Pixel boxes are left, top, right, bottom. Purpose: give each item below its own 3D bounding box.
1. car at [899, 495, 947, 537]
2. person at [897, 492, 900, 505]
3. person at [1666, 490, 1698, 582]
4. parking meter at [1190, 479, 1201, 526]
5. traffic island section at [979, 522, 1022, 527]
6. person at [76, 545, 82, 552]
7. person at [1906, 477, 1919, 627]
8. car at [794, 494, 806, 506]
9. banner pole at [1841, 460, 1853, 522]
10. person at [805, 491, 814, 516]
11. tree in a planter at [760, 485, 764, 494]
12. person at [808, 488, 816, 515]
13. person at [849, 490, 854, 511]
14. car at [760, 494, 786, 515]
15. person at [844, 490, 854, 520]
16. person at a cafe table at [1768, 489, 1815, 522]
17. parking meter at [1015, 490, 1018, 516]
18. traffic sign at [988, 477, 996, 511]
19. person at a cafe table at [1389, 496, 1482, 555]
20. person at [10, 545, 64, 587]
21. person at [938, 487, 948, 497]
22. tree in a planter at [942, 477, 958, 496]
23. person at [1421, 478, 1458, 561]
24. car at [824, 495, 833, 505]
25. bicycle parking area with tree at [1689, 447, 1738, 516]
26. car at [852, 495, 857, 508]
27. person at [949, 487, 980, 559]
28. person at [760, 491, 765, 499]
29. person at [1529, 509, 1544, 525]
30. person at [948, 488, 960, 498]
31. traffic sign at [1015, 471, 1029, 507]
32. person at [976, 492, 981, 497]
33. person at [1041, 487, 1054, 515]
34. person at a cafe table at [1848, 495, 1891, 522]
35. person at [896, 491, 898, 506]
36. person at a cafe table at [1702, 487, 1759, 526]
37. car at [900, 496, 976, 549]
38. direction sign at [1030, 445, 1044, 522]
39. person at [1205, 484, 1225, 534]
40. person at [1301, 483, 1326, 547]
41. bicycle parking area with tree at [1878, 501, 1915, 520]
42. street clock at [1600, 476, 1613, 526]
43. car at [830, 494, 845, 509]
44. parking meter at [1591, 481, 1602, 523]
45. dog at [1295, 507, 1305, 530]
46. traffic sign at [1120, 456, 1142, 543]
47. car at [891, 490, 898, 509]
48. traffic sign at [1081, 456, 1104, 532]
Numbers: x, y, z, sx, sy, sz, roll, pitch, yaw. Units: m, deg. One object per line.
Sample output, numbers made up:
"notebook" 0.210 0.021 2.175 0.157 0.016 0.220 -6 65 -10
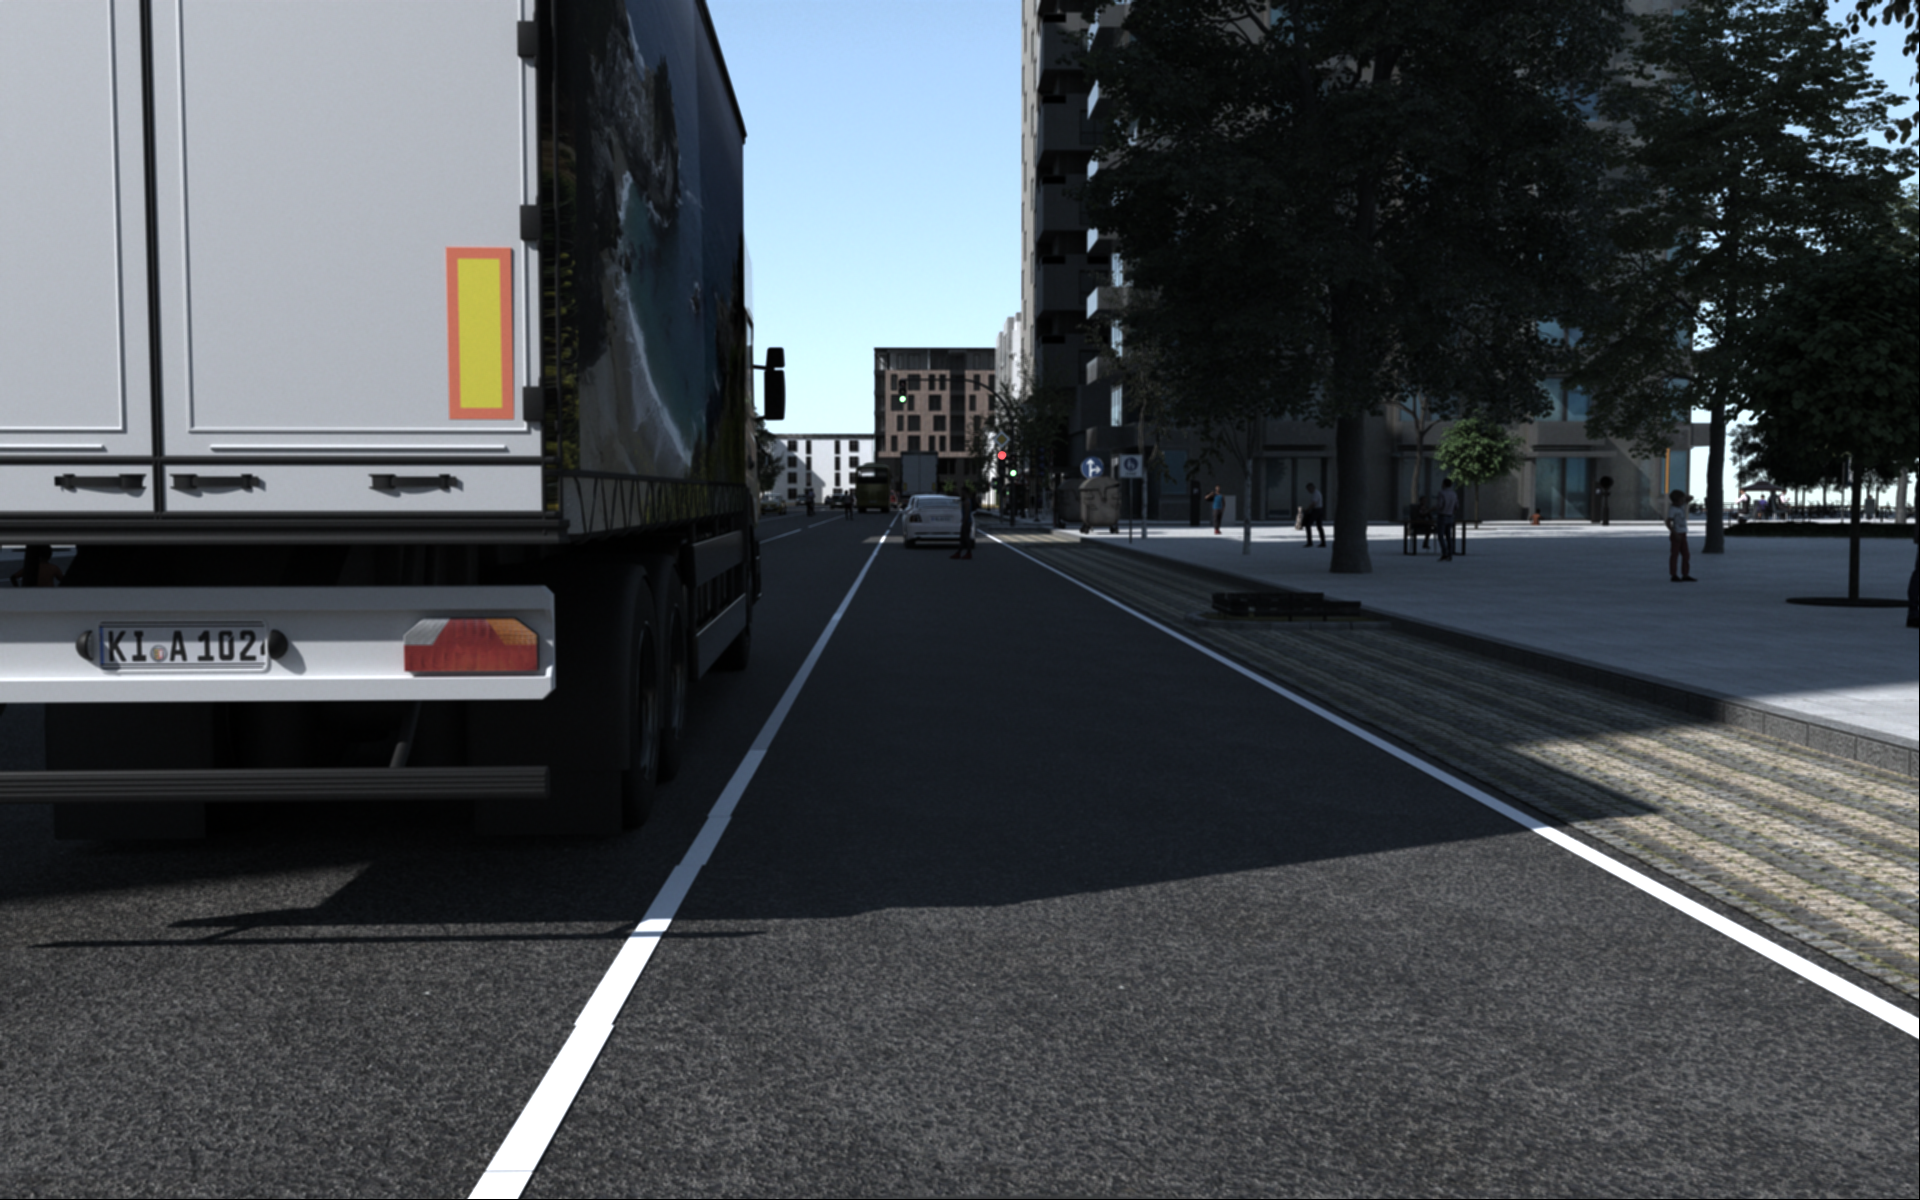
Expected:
"car" -1.036 -2.830 58.267 2.014 1.417 4.499 0 4 -1
"person" -8.141 -13.426 228.457 0.683 1.767 0.568 1 4 22
"person" 10.578 -0.943 25.368 0.340 1.345 0.435 3 5 44
"parking meter" 9.343 -3.852 68.690 0.399 1.863 0.255 0 4 0
"traffic island section" 1.863 -3.320 76.568 2.009 0.180 2.903 0 4 -2
"person" -19.205 -1.809 37.830 0.614 1.554 0.590 -2 4 -23
"person" 9.398 -0.598 16.641 0.431 1.722 0.655 3 5 44
"car" -18.801 -12.088 207.427 2.009 1.686 4.222 0 4 -3
"banner pole" 35.636 -4.862 69.516 0.401 3.779 0.863 -1 4 -15
"person" -9.669 -6.219 111.632 0.566 1.644 0.517 1 4 15
"tree in a planter" -21.088 -11.036 177.667 1.991 3.239 1.994 0 4 -2
"person" -10.290 -6.860 120.522 0.709 1.838 0.599 1 4 18
"person" -9.173 -8.387 146.184 0.434 1.755 0.990 -1 4 -13
"car" -12.965 -6.670 119.283 2.015 1.641 3.980 0 3 0
"person" -6.169 -5.269 96.100 0.566 1.644 0.517 -1 4 -21
"person at a cafe table" 38.113 -4.336 79.406 1.622 1.524 1.698 1 4 12
"parking meter" 3.190 -5.652 100.820 0.372 1.533 0.369 0 3 0
"traffic sign" 2.487 -7.815 127.776 0.884 2.594 0.081 0 4 3
"person at a cafe table" 10.022 -1.595 36.944 1.698 1.238 1.726 0 4 -1
"person" -11.027 -0.248 20.836 0.859 0.850 0.655 -1 4 -11
"person" -0.946 -5.157 92.971 0.875 1.805 0.789 -1 4 -22
"tree in a planter" -1.119 -11.181 180.026 1.991 3.239 1.994 0 4 -2
"person" 9.261 -1.533 33.071 0.963 1.587 0.435 -3 4 -37
"car" -16.541 -12.874 223.076 1.945 1.354 3.894 0 4 -1
"bicycle parking area with tree" 47.536 -7.021 101.801 9.016 4.147 8.231 0 4 -3
"car" -11.391 -10.069 176.995 2.083 1.381 4.827 0 4 0
"person" 0.106 -1.711 38.341 0.662 1.594 0.647 0 4 -6
"person" -18.038 -9.088 157.809 0.721 1.735 1.217 0 4 7
"person" 23.953 -3.363 71.773 0.655 0.850 0.859 -2 4 -34
"person" -0.324 -4.774 87.250 0.600 1.739 0.565 1 4 17
"traffic sign" 3.591 -6.068 99.215 0.884 2.594 0.081 0 4 0
"person" 2.766 -13.766 233.653 1.350 1.814 0.705 1 4 8
"person" 5.295 -5.944 103.953 0.841 1.734 0.376 2 4 31
"person at a cafe table" 41.169 -4.131 78.408 1.698 1.238 1.726 2 4 27
"person" -7.849 -12.634 215.086 0.705 1.821 1.348 0 4 7
"person at a cafe table" 28.412 -3.369 63.601 1.622 1.524 1.698 3 5 43
"car" -0.587 -2.117 46.967 2.083 1.381 4.827 0 4 -3
"direction sign" 3.567 -5.397 80.235 0.876 3.537 0.379 -3 4 -39
"person" 8.222 -2.920 55.652 0.647 1.594 0.662 -1 4 -17
"person" 8.538 -2.052 41.806 0.590 1.554 0.614 1 4 18
"bicycle parking area with tree" 47.293 -6.336 90.600 8.231 4.147 9.016 -3 4 -38
"street clock" 26.065 -3.994 69.866 0.358 2.002 0.471 -3 5 -43
"car" -11.357 -9.419 163.791 2.009 1.686 4.222 0 4 -1
"parking meter" 28.337 -4.365 77.078 0.399 1.863 0.255 -1 4 -9
"dog" 12.023 -2.899 61.784 0.800 0.831 0.513 -2 4 -34
"traffic sign" 4.439 -2.623 45.015 0.606 2.300 0.079 0 4 7
"car" -7.102 -9.727 167.716 2.281 1.827 5.304 0 4 -3
"traffic sign" 4.489 -3.591 58.811 0.768 2.556 0.104 0 4 3
